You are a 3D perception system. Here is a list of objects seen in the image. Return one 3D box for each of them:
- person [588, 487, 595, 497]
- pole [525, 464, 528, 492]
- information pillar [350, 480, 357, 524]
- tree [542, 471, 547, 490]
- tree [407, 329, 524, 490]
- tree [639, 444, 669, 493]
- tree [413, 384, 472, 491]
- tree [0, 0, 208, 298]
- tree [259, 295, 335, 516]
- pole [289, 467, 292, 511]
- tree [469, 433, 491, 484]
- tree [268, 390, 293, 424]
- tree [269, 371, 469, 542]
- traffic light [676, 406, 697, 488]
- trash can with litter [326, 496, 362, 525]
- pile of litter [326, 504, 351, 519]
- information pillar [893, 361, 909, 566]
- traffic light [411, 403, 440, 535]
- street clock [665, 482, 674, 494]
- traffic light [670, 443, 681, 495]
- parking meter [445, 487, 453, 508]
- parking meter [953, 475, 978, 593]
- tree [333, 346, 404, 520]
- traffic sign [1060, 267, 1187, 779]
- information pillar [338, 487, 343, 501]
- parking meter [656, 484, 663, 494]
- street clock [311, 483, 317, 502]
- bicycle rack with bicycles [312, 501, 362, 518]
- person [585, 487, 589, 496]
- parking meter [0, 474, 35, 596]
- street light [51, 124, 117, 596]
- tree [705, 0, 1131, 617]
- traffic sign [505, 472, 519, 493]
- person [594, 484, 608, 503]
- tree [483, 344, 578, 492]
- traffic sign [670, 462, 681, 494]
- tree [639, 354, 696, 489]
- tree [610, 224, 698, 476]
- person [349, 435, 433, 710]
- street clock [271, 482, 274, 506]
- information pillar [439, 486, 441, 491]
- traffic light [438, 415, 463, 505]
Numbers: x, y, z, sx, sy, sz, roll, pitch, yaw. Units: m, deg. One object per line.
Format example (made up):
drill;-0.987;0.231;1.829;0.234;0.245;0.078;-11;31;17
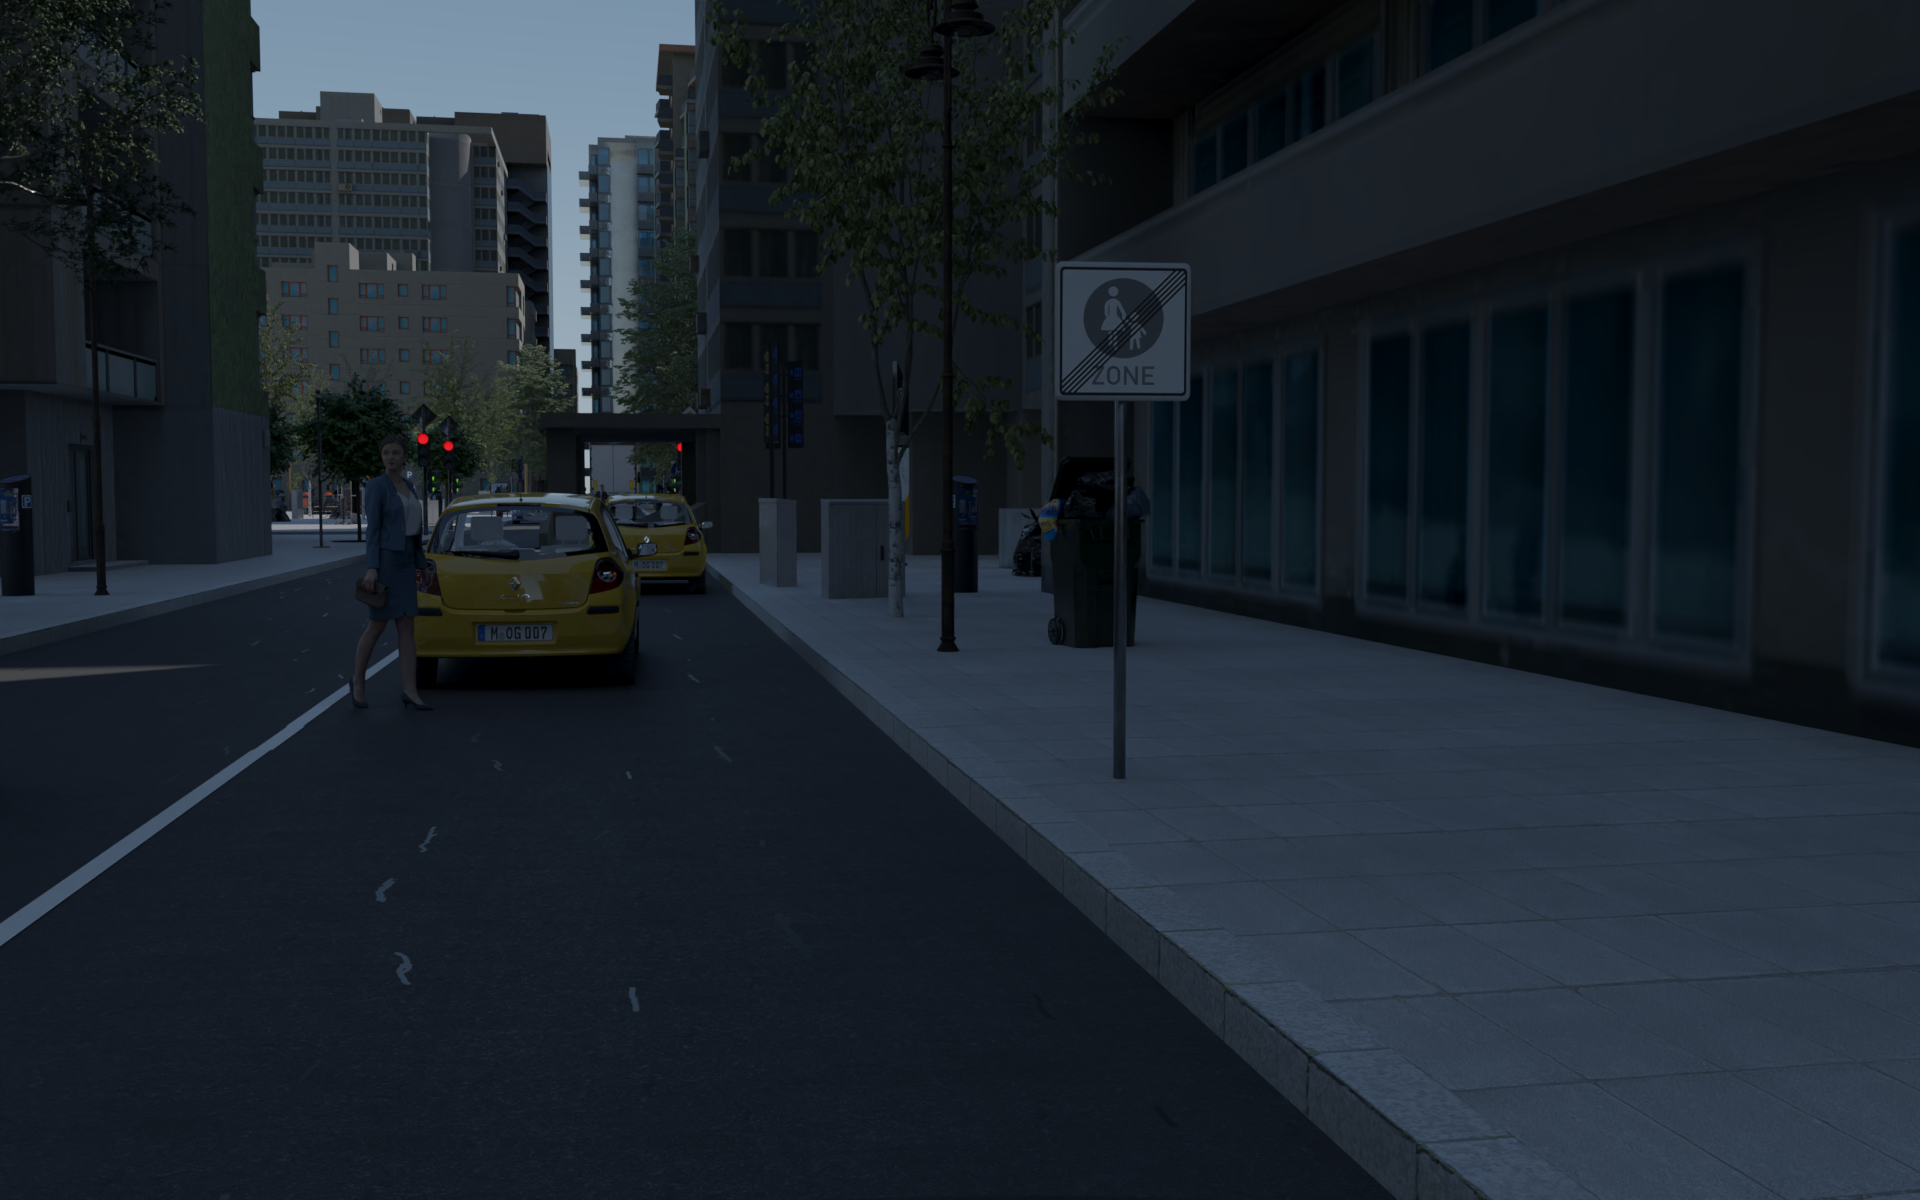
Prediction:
person;-19.070;-4.921;89.305;0.599;1.781;0.374;0;4;-5
pole;-29.326;-7.544;117.193;0.158;3.312;0.155;0;3;0
information pillar;-26.066;-4.284;74.543;0.304;2.012;0.304;-1;4;-23
tree;-44.574;-12.676;190.973;4.285;4.588;4.351;0;3;0
tree;-23.024;-7.823;78.276;4.737;8.622;4.395;0;3;0
tree;-19.625;-10.088;115.297;4.737;8.622;4.395;0;3;0
tree;-34.390;-10.112;115.691;4.360;8.622;3.978;0;3;0
tree;-10.293;-4.925;14.943;7.601;10.594;8.767;-1;4;-20
tree;-25.513;-6.872;62.724;4.737;8.622;4.395;0;3;0
pole;-50.343;-8.347;130.322;0.158;3.312;0.155;0;3;0
tree;-20.266;-5.157;68.032;4.285;4.588;4.351;0;3;0
tree;-47.016;-10.224;117.525;4.360;8.622;3.978;0;3;0
tree;-16.209;-3.841;46.509;4.285;4.588;4.351;0;3;0
traffic light;-8.631;-4.059;55.290;0.839;4.253;0.868;-1;4;-11
trash can with litter;-25.963;-3.766;72.624;1.678;1.210;2.233;-1;4;-20
pile of litter;-32.018;-4.652;90.027;1.719;0.858;1.176;-1;4;-17
information pillar;-1.059;-2.418;30.887;0.183;3.616;0.504;2;4;25
traffic light;-16.590;-3.964;53.729;0.839;4.253;0.868;-1;4;-11
street clock;-17.050;-5.945;101.772;0.471;2.002;0.358;-2;4;-35
traffic light;-10.158;-4.539;63.128;0.839;4.253;0.868;-1;4;-11
parking meter;-22.052;-4.222;74.733;0.255;1.863;0.399;0;4;3
parking meter;0.051;-0.867;22.593;0.372;1.533;0.369;0;3;0
tree;-29.858;-8.326;86.490;4.360;8.622;3.978;0;3;0
traffic sign;0.718;-0.343;7.746;0.606;2.300;0.079;0;4;-7
information pillar;-45.139;-7.442;126.162;0.304;2.012;0.304;0;4;-7
parking meter;-17.990;-5.990;103.639;0.255;1.863;0.399;3;5;40
street clock;-43.315;-6.815;116.000;0.471;2.002;0.358;0;4;5
bicycle rack with bicycles;-33.249;-4.875;93.087;2.852;0.926;2.925;2;4;32
person;-15.415;-3.843;72.002;0.598;1.740;0.731;1;4;18
parking meter;-11.906;-0.822;21.855;0.372;1.533;0.369;0;3;0
street light;-10.888;-2.997;21.797;0.468;5.910;1.993;-1;4;-11
tree;-0.603;-4.112;17.602;4.737;8.622;4.395;0;3;0
traffic sign;-25.290;-5.974;97.776;0.768;2.556;0.104;0;4;-5
person;-17.347;-4.641;83.738;0.474;1.900;0.648;3;4;39
tree;-32.158;-13.014;130.913;7.486;12.596;7.792;0;3;0
traffic sign;-10.900;-4.127;67.589;0.768;2.556;0.104;0;4;-8
tree;-13.883;-8.284;85.812;4.360;8.622;3.978;0;3;0
tree;-10.877;-9.487;73.245;7.486;12.596;7.792;0;3;0
person;-3.796;-0.184;11.540;0.654;1.822;0.581;3;4;37
street clock;-37.737;-5.510;94.653;0.471;2.002;0.358;0;4;-8
information pillar;-26.872;-5.172;89.047;0.304;2.012;0.304;-2;4;-26
traffic light;-18.117;-4.443;61.567;0.839;4.253;0.868;-1;4;-11
